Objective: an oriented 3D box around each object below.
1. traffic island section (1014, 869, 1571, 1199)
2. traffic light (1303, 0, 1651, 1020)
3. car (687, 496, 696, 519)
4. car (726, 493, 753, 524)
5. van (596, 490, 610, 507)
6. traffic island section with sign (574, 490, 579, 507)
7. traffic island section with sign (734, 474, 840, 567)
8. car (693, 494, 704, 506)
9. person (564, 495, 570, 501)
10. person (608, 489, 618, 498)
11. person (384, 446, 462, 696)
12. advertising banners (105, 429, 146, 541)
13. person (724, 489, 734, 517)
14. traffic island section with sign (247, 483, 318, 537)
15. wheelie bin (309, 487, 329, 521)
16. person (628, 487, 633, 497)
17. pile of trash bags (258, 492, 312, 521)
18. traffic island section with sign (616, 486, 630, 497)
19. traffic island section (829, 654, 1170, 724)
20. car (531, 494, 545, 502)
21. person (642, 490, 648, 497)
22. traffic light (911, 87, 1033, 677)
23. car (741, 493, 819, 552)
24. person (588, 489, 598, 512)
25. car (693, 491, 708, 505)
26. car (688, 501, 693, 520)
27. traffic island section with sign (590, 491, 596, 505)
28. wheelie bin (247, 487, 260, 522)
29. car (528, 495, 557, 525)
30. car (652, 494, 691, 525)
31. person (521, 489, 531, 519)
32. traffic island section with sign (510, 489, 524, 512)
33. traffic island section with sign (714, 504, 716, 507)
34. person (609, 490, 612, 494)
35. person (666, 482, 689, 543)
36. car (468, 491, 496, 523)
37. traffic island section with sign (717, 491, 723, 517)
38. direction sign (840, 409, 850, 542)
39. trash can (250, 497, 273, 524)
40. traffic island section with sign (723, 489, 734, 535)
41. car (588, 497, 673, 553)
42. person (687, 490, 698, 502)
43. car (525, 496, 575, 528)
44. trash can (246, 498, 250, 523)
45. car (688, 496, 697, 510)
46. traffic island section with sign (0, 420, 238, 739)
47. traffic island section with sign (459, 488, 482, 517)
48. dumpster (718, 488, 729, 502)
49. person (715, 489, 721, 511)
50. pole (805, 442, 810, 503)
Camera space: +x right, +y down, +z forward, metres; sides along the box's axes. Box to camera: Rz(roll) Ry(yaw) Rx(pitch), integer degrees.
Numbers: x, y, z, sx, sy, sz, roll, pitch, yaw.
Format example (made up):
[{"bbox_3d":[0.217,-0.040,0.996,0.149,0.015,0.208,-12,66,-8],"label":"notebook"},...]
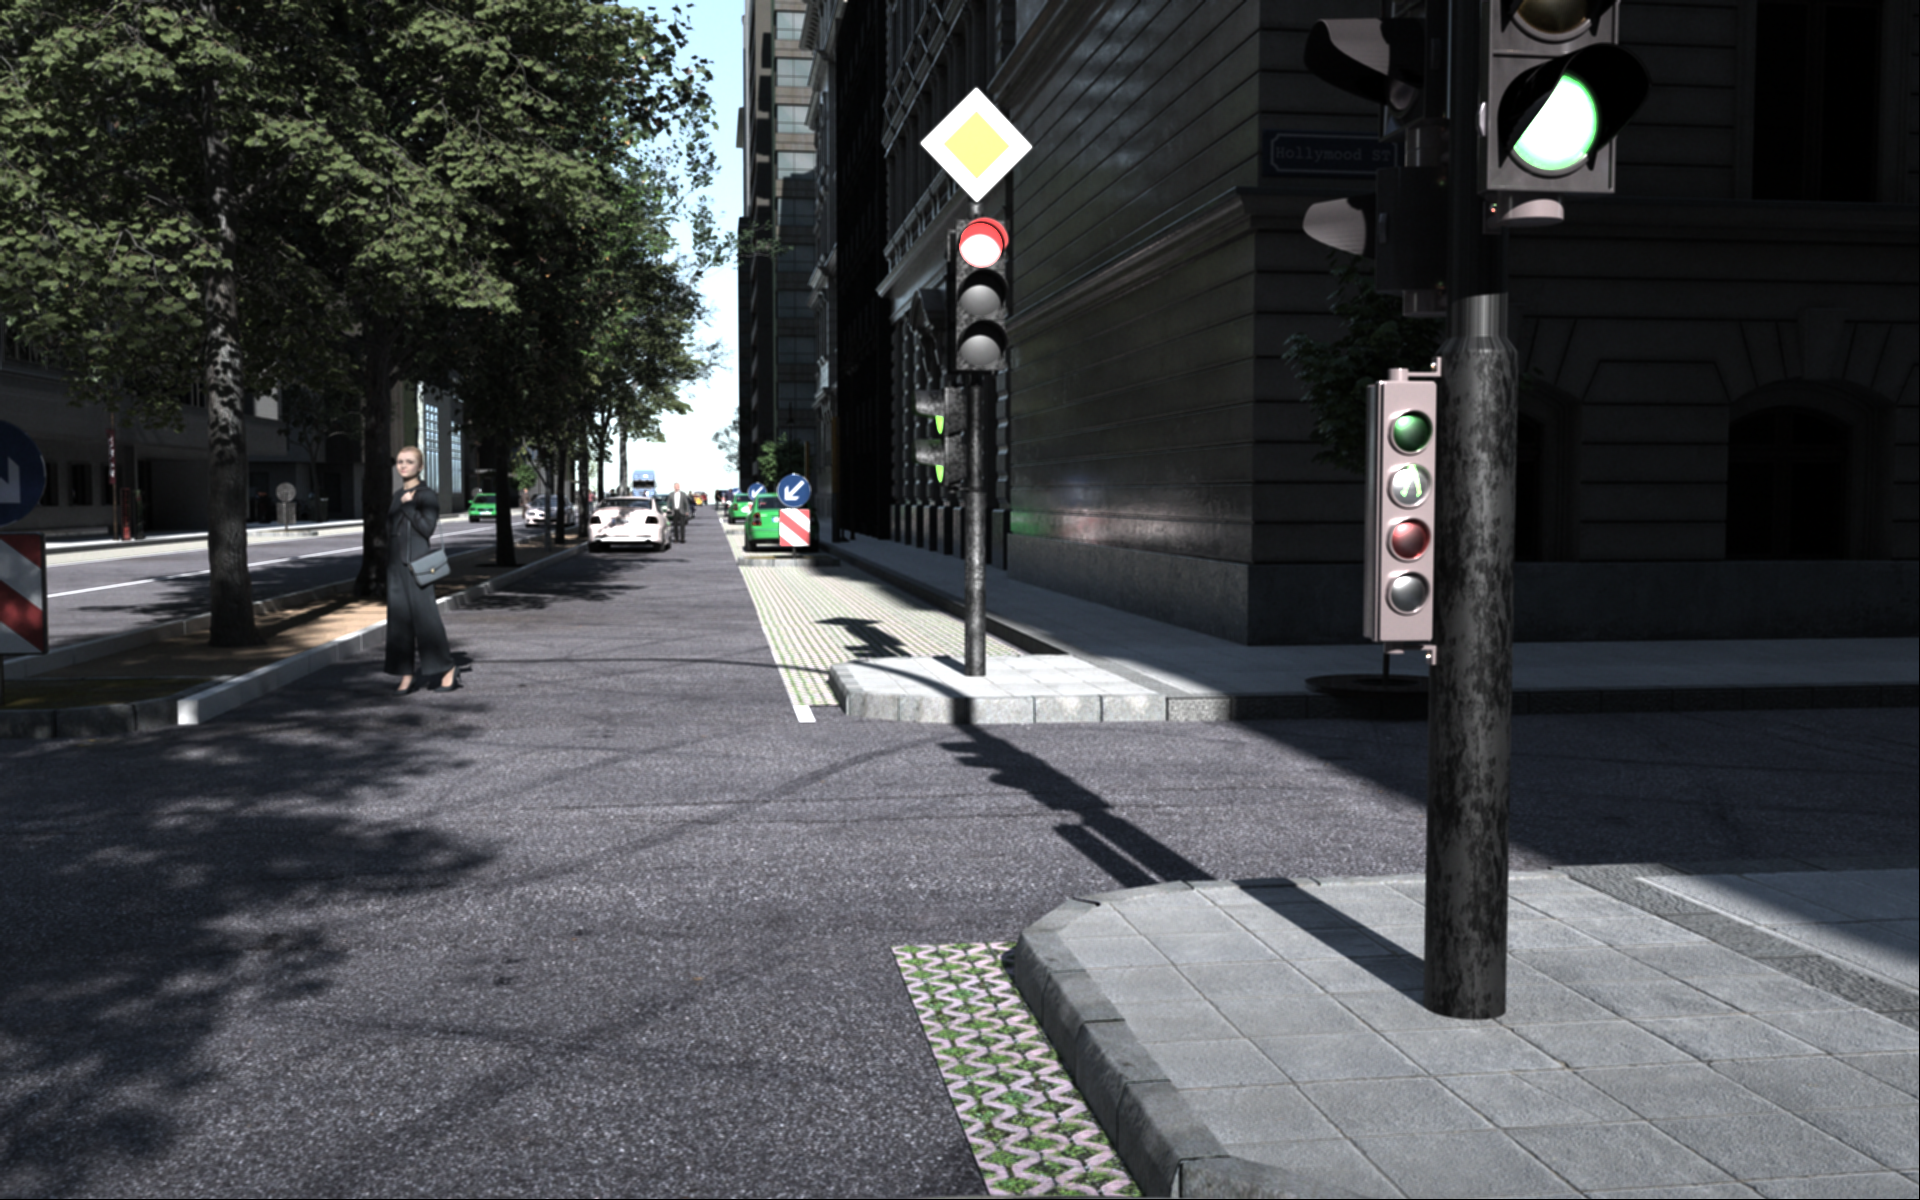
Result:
[{"bbox_3d":[1.271,1.097,4.346,2.009,0.180,2.903,-1,4,-8],"label":"traffic island section"},{"bbox_3d":[-0.828,-1.781,3.788,4.771,5.953,1.251,-1,4,-8],"label":"traffic light"},{"bbox_3d":[-16.516,-5.459,101.839,1.945,1.354,3.894,0,4,-7],"label":"car"},{"bbox_3d":[-10.186,-4.538,83.000,1.959,1.807,4.718,-1,4,-10],"label":"car"},{"bbox_3d":[-37.197,-10.665,181.382,2.013,2.044,4.112,-1,4,-10],"label":"van"},{"bbox_3d":[-42.069,-11.135,190.678,1.989,1.847,2.006,-1,4,-8],"label":"traffic island section with sign"},{"bbox_3d":[-3.478,-1.605,34.868,1.989,1.847,2.006,-1,4,-8],"label":"traffic island section with sign"},{"bbox_3d":[-31.280,-11.884,204.519,2.015,1.641,3.980,0,4,-7],"label":"car"},{"bbox_3d":[-30.462,-7.569,132.330,0.705,1.814,1.350,3,5,44],"label":"person"},{"bbox_3d":[-28.353,-8.158,141.519,0.705,1.869,1.348,3,5,39],"label":"person"},{"bbox_3d":[-3.913,-0.216,12.448,0.576,1.772,0.534,1,4,16],"label":"person"},{"bbox_3d":[-22.848,-3.132,47.403,0.090,3.025,2.074,0,4,0],"label":"advertising banners"},{"bbox_3d":[-14.299,-5.998,107.010,0.683,1.767,0.568,-1,4,-15],"label":"person"},{"bbox_3d":[-23.044,-3.084,59.048,1.989,1.847,2.006,-1,4,-8],"label":"traffic island section with sign"},{"bbox_3d":[-30.083,-4.482,81.187,0.693,1.594,0.980,1,4,21],"label":"wheelie bin"},{"bbox_3d":[-17.823,-5.158,92.849,1.348,1.823,0.705,3,5,41],"label":"person"},{"bbox_3d":[-32.276,-4.426,82.115,1.912,1.369,3.447,1,4,9],"label":"pile of trash bags"},{"bbox_3d":[-16.665,-4.726,85.406,2.006,1.907,1.989,-1,4,-8],"label":"traffic island section with sign"},{"bbox_3d":[0.130,0.614,12.250,2.009,0.180,2.903,-1,4,-8],"label":"traffic island section"},{"bbox_3d":[-35.414,-8.343,146.195,2.009,1.686,4.222,-1,4,-8],"label":"car"},{"bbox_3d":[-21.555,-6.675,118.552,0.530,1.710,0.541,-1,4,-17],"label":"person"},{"bbox_3d":[0.088,-1.420,12.130,0.839,4.253,0.868,-1,4,-8],"label":"traffic light"},{"bbox_3d":[-4.552,-2.145,43.865,1.959,1.807,4.718,0,4,-8],"label":"car"},{"bbox_3d":[-24.668,-6.507,115.616,1.217,1.743,0.721,0,4,-1],"label":"person"},{"bbox_3d":[-33.981,-13.293,226.011,2.281,1.827,5.304,-1,4,-8],"label":"car"},{"bbox_3d":[-15.761,-5.112,95.583,2.014,1.417,4.499,0,4,-7],"label":"car"},{"bbox_3d":[-45.908,-12.767,217.359,1.989,1.847,2.006,-1,4,-8],"label":"traffic island section with sign"},{"bbox_3d":[-32.181,-4.319,78.521,0.980,1.594,0.693,0,4,-3],"label":"wheelie bin"},{"bbox_3d":[-19.593,-4.332,82.827,2.014,1.417,4.499,-1,4,-10],"label":"car"},{"bbox_3d":[-13.684,-4.232,80.985,2.131,1.459,4.920,0,4,-7],"label":"car"},{"bbox_3d":[-25.281,-5.624,100.998,0.990,1.755,0.434,3,5,40],"label":"person"},{"bbox_3d":[-34.005,-7.721,134.873,1.989,1.847,2.006,-1,4,-8],"label":"traffic island section with sign"},{"bbox_3d":[-18.292,-7.879,137.448,1.989,1.847,2.006,-1,4,-8],"label":"traffic island section with sign"},{"bbox_3d":[-31.450,-9.017,155.920,0.705,1.826,1.348,-1,4,-20],"label":"person"},{"bbox_3d":[-8.252,-2.557,50.699,0.661,1.777,0.834,-1,4,-14],"label":"person"},{"bbox_3d":[-23.993,-4.865,88.331,1.959,1.807,4.718,-1,4,-10],"label":"car"},{"bbox_3d":[-14.375,-6.223,110.378,1.989,1.847,2.006,-1,4,-8],"label":"traffic island section with sign"},{"bbox_3d":[-3.144,-3.326,46.378,0.379,3.537,0.876,0,4,2],"label":"direction sign"},{"bbox_3d":[-30.255,-3.894,75.317,0.748,1.137,0.748,0,3,0],"label":"trash can"},{"bbox_3d":[-7.326,-3.237,61.549,1.989,1.847,2.006,-1,4,-8],"label":"traffic island section with sign"},{"bbox_3d":[-8.339,-1.927,43.873,2.083,1.381,4.827,0,4,-6],"label":"car"},{"bbox_3d":[-22.026,-8.115,141.892,1.217,1.735,0.721,-3,5,-41],"label":"person"},{"bbox_3d":[-17.916,-3.881,75.816,2.083,1.381,4.827,0,4,-8],"label":"car"},{"bbox_3d":[-31.495,-3.967,76.518,0.748,1.137,0.748,0,3,0],"label":"trash can"},{"bbox_3d":[-24.408,-8.670,154.337,1.945,1.354,3.894,0,4,-7],"label":"car"},{"bbox_3d":[-5.916,-0.177,11.038,2.006,1.907,1.989,-1,4,-8],"label":"traffic island section with sign"},{"bbox_3d":[-30.129,-6.081,108.050,1.989,1.847,2.006,-1,4,-8],"label":"traffic island section with sign"},{"bbox_3d":[-33.087,-14.454,241.271,1.985,2.255,1.502,0,4,-8],"label":"dumpster"},{"bbox_3d":[-20.405,-8.395,145.769,0.705,1.822,1.348,-2,4,-29],"label":"person"},{"bbox_3d":[-5.931,-4.491,67.277,0.158,3.312,0.155,0,3,0],"label":"pole"}]
